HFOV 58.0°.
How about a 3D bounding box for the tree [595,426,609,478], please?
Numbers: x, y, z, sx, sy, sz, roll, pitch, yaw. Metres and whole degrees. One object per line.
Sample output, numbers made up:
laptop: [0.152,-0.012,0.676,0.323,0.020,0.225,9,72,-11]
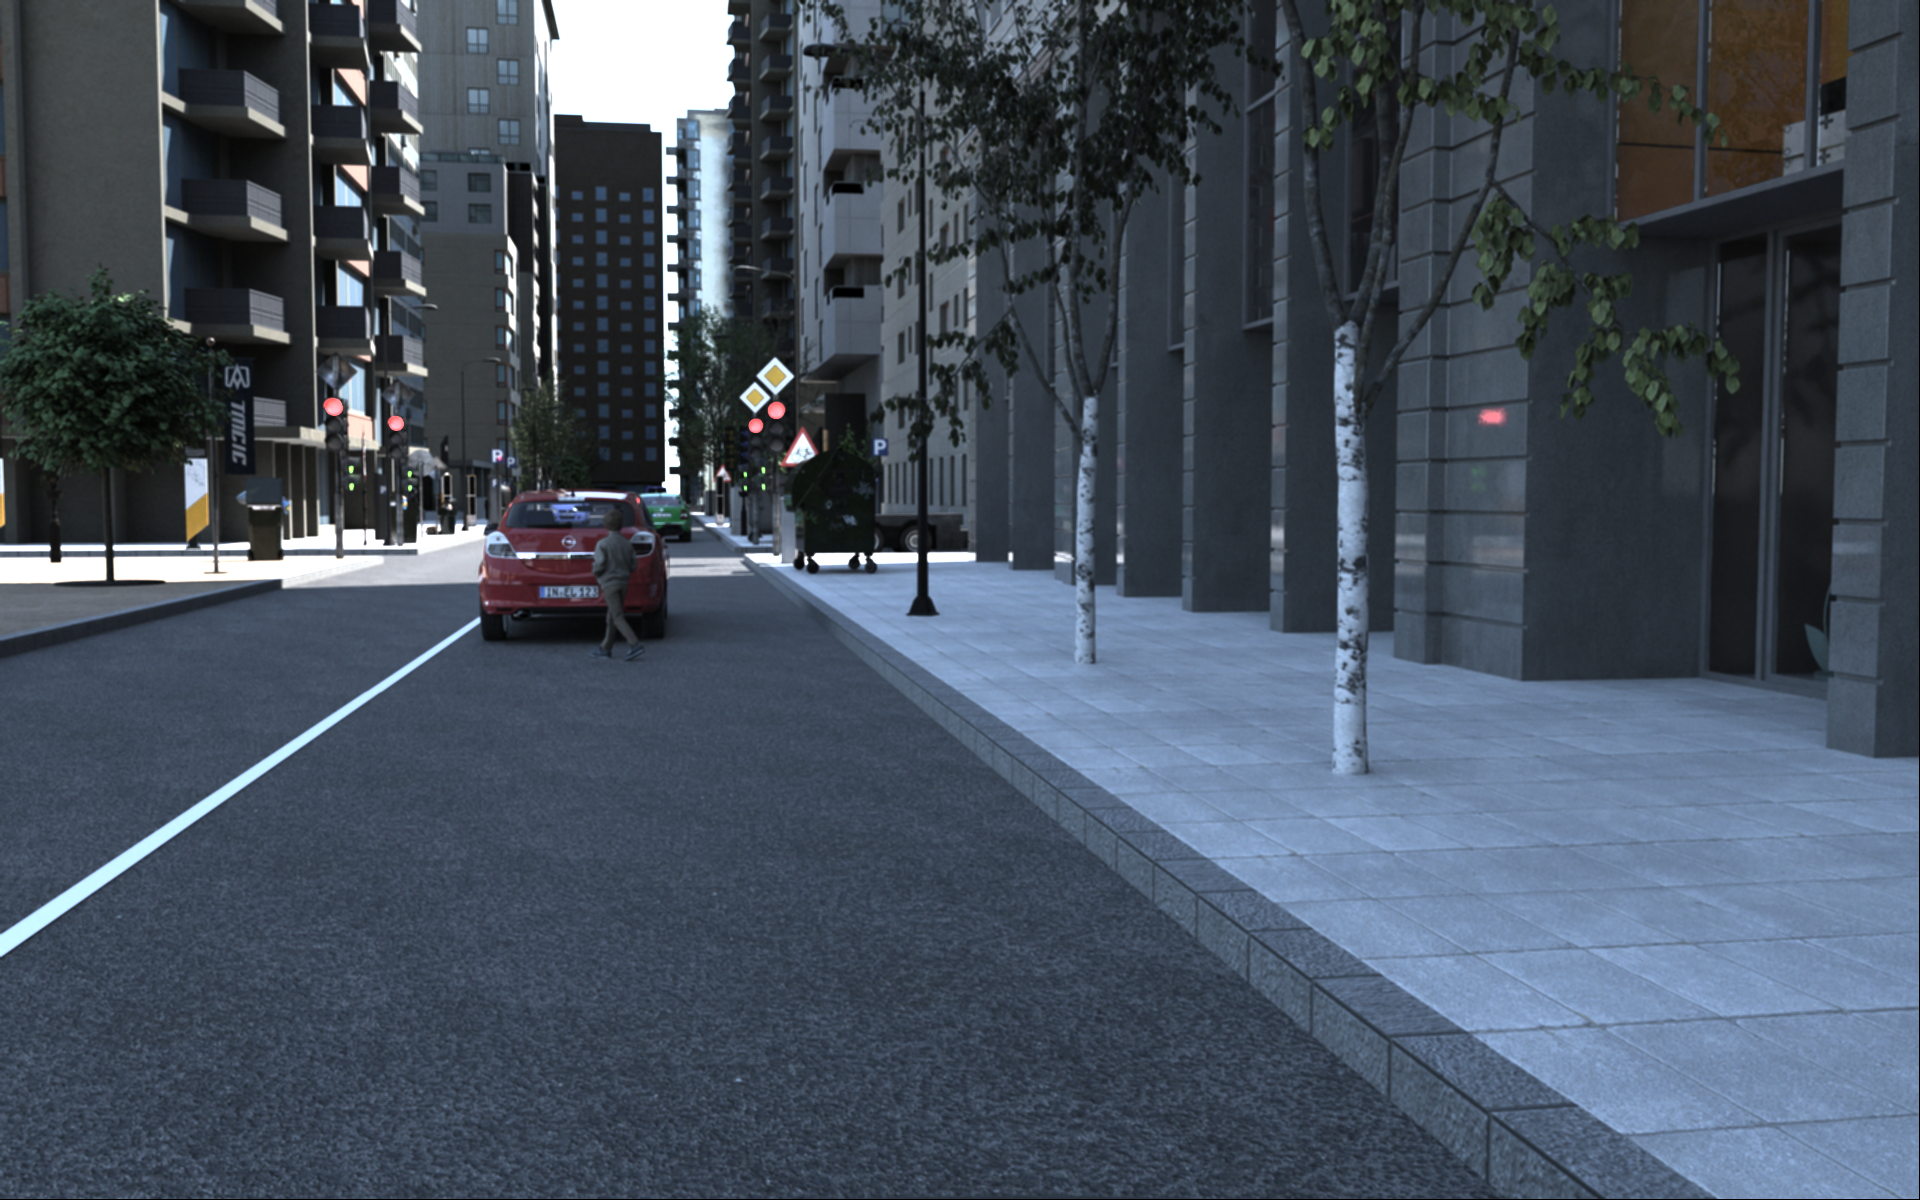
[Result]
tree: [-37.308,-13.645,173.459,4.360,8.622,3.978,0,3,0]

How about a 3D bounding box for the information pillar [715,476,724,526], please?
information pillar: [-9.742,-4.019,70.207,0.304,2.012,0.304,-1,4,-17]

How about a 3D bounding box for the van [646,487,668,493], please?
van: [-25.722,-8.718,146.931,2.240,2.365,5.245,-1,4,-11]

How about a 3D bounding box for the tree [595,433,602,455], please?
tree: [-30.556,-11.380,136.430,4.737,8.622,4.395,0,3,0]

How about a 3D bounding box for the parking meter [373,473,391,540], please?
parking meter: [-16.034,-2.591,48.067,0.399,1.863,0.255,-3,5,-43]

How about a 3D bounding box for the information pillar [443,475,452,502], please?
information pillar: [-19.374,-3.730,65.480,0.304,2.012,0.304,-1,4,-14]

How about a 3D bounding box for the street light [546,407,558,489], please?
street light: [-22.145,-7.334,92.458,1.470,5.913,1.316,-1,4,-10]

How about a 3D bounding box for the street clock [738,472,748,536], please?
street clock: [-6.649,-2.979,53.270,0.358,2.002,0.471,0,4,-7]

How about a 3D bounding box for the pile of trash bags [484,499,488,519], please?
pile of trash bags: [-23.167,-4.781,87.921,1.912,1.369,3.447,-2,4,-23]

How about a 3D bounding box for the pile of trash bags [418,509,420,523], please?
pile of trash bags: [-26.001,-4.159,77.745,3.447,1.369,1.912,-1,4,-20]

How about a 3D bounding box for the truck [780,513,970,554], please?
truck: [5.217,-3.105,40.529,18.799,4.110,2.967,-1,4,-9]

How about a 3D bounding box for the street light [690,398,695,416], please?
street light: [-12.180,-6.805,83.808,1.470,5.913,1.316,-1,4,-10]

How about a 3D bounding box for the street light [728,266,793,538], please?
street light: [-3.918,-3.852,35.528,1.470,5.913,1.316,-1,4,-10]

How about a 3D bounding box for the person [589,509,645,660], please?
person: [-2.993,-0.135,14.972,0.640,1.303,0.475,2,4,25]

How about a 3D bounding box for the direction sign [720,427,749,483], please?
direction sign: [-7.530,-4.072,58.571,0.876,3.537,0.379,-2,4,-31]

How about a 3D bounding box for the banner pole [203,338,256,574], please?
banner pole: [-11.794,-2.320,27.941,0.863,3.779,0.401,-2,4,-29]

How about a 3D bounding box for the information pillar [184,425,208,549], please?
information pillar: [-17.819,-2.997,40.354,0.504,3.616,0.183,-1,4,-16]

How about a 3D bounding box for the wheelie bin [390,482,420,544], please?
wheelie bin: [-14.396,-2.260,44.852,0.693,1.594,0.980,-3,4,-37]

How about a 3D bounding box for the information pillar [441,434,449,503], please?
information pillar: [-20.141,-4.673,67.758,0.183,3.616,0.504,0,4,8]

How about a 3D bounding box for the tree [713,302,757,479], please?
tree: [-7.202,-6.913,63.390,4.360,8.622,3.978,0,3,0]

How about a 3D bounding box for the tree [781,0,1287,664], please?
tree: [0.862,-3.838,13.112,4.360,8.622,3.978,0,3,0]

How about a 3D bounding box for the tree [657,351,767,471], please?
tree: [-15.550,-10.736,109.939,7.601,10.594,8.767,0,4,4]

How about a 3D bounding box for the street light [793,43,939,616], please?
street light: [-0.929,-2.787,18.113,1.470,5.913,1.316,-1,4,-10]

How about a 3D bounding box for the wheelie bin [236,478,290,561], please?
wheelie bin: [-13.432,-1.561,33.427,0.980,1.594,0.693,-1,4,-17]

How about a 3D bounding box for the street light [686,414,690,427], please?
street light: [-15.100,-7.848,100.848,1.470,5.913,1.316,-1,4,-10]

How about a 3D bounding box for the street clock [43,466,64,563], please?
street clock: [-16.876,-1.694,32.270,0.358,2.002,0.471,-2,4,-26]

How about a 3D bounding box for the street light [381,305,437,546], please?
street light: [-13.523,-4.282,42.556,1.470,5.913,1.316,-1,4,-10]

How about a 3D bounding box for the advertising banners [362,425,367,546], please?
advertising banners: [-14.868,-2.877,43.226,0.090,3.025,2.074,-1,4,-18]

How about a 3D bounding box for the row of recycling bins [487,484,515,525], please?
row of recycling bins: [-19.244,-4.004,72.574,1.069,1.692,3.534,-1,4,-10]

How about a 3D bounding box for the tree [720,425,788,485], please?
tree: [-9.167,-5.707,77.017,4.285,4.588,4.351,0,3,0]

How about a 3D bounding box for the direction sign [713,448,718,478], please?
direction sign: [-11.953,-5.756,86.111,0.379,3.537,0.876,2,4,34]

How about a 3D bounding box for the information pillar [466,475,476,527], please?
information pillar: [-19.186,-3.878,67.895,0.304,2.012,0.304,-3,5,-43]

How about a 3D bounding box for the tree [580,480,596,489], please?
tree: [-39.760,-11.710,186.064,1.663,3.219,1.824,0,3,0]

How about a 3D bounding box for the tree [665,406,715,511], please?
tree: [-20.042,-11.098,131.813,4.737,8.622,4.395,0,3,0]

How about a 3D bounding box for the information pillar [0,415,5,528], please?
information pillar: [-22.572,-2.995,40.319,0.504,3.616,0.183,-1,4,-20]

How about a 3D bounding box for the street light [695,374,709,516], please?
street light: [-9.395,-5.793,67.256,1.470,5.913,1.316,-1,4,-10]

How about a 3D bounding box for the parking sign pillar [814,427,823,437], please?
parking sign pillar: [-5.758,-5.007,70.337,1.447,3.967,1.447,-2,4,-27]

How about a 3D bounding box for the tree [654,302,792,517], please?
tree: [-13.064,-10.376,95.401,9.928,11.665,9.643,0,3,0]

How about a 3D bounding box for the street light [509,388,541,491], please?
street light: [-19.319,-6.322,75.913,1.470,5.913,1.316,-1,4,-10]

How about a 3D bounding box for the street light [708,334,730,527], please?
street light: [-6.497,-4.773,50.577,1.470,5.913,1.316,-1,4,-10]

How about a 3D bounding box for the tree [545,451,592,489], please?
tree: [-28.282,-8.632,124.846,4.285,4.588,4.351,0,3,0]

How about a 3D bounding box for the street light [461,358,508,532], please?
street light: [-16.448,-5.310,59.364,1.470,5.913,1.316,-1,4,-10]
